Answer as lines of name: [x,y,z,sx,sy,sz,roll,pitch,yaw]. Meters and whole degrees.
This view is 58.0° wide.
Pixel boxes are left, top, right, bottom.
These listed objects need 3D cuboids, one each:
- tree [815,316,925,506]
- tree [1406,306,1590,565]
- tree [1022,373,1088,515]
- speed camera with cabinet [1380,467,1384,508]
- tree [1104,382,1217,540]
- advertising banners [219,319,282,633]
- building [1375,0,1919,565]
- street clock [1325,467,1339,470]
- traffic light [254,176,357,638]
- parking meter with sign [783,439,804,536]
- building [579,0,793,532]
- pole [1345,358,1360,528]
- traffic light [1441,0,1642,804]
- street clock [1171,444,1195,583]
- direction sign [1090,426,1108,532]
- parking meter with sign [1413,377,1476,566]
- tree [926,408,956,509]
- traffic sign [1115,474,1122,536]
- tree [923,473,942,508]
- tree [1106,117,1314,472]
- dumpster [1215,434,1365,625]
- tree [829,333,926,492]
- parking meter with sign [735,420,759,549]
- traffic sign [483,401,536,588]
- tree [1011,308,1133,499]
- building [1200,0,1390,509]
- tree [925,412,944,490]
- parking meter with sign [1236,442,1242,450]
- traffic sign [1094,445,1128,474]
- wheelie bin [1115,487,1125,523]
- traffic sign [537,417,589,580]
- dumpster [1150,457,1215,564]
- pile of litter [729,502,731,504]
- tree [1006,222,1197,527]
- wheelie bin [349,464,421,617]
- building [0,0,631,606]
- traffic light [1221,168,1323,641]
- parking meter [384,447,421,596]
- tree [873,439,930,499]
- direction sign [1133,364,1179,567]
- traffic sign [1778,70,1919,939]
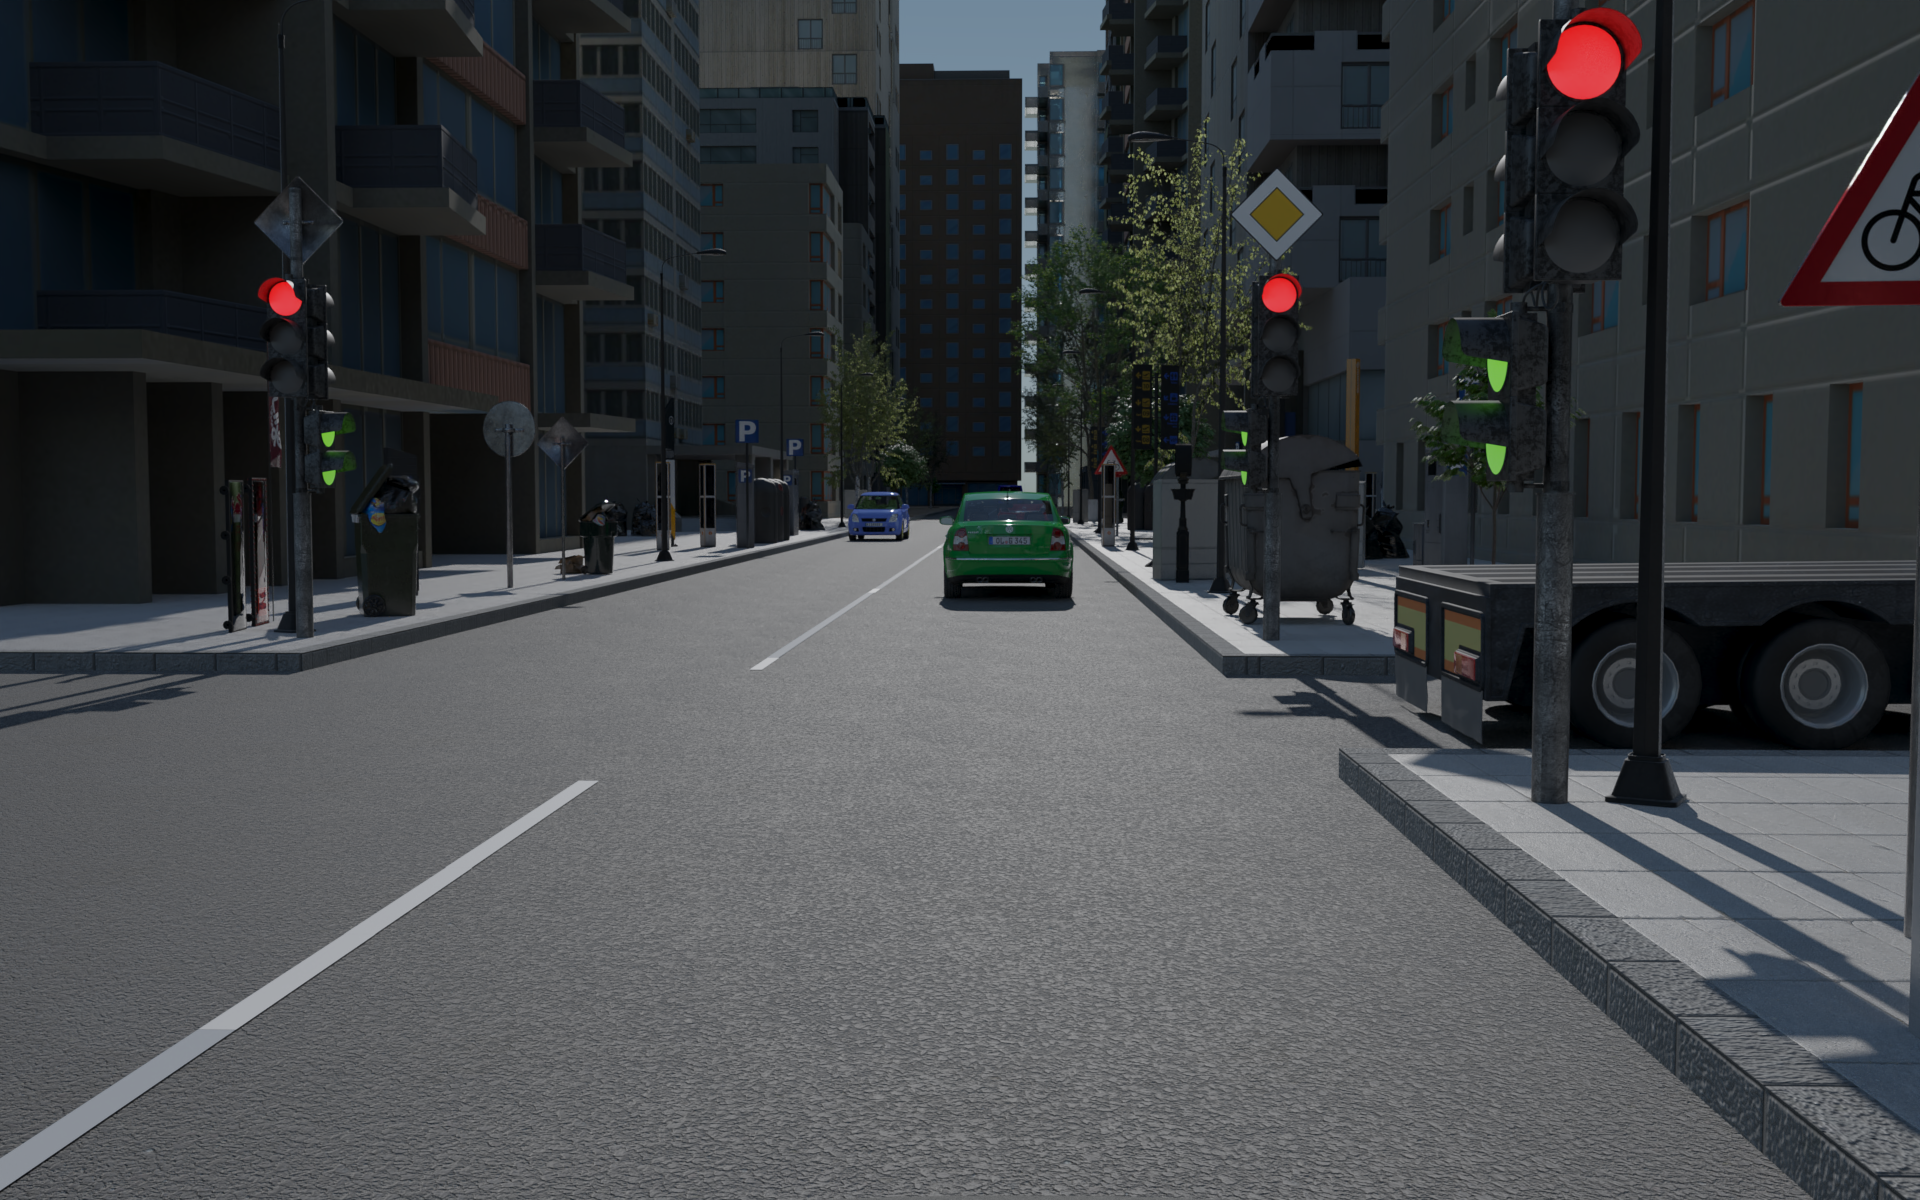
tree: [-4.319,-7.471,72.513,4.737,8.622,4.395,0,3,0]
tree: [5.441,-1.433,18.038,1.663,3.219,1.824,0,3,0]
tree: [6.025,-9.437,104.654,4.737,8.622,4.395,0,3,0]
speed camera with cabinet: [13.812,-3.746,55.586,0.660,3.252,2.038,1,4,13]
tree: [5.573,-3.981,48.798,4.285,4.588,4.351,0,3,0]
advertising banners: [-6.852,-1.264,16.851,0.090,3.025,2.074,0,4,-7]
building: [24.465,-11.245,28.896,28.899,21.520,27.650,0,4,2]
street clock: [9.853,-2.537,46.044,0.471,2.002,0.358,-2,4,-28]
traffic light: [-5.841,-1.618,15.375,0.839,4.253,0.868,0,4,2]
parking meter with sign: [-5.321,-3.522,53.846,0.543,3.016,1.738,1,4,9]
building: [-23.278,-22.904,66.366,32.217,40.220,23.993,0,4,2]
pole: [5.930,-1.979,26.199,0.158,3.312,0.155,0,3,0]
traffic light: [2.443,-1.113,7.119,0.839,4.253,0.868,0,4,2]
street clock: [3.222,-1.252,25.034,0.358,2.002,0.471,0,4,4]
direction sign: [4.676,-4.053,58.266,0.876,3.537,0.379,-3,5,-44]
parking meter with sign: [7.344,-1.823,26.066,0.543,3.016,1.738,-1,4,-10]
tree: [-2.466,-12.144,148.922,4.360,8.622,3.978,0,3,0]
traffic sign: [4.784,-3.212,52.621,0.768,2.556,0.104,0,4,4]
tree: [-2.352,-10.224,161.765,1.663,3.219,1.824,0,3,0]
tree: [4.767,-5.180,35.052,4.360,8.622,3.978,0,3,0]
dumpster: [3.367,-0.727,17.646,1.264,1.857,1.865,0,4,2]
tree: [-4.048,-7.867,78.984,4.360,8.622,3.978,0,3,0]
parking meter with sign: [-5.131,-2.764,41.457,0.543,3.016,1.738,-1,4,-10]
traffic sign: [-6.163,-1.440,23.656,0.768,2.556,0.104,1,4,10]
tree: [6.015,-9.047,82.324,7.601,10.594,8.767,1,4,15]
building: [24.775,-29.469,71.049,28.713,52.752,27.495,0,4,2]
tree: [-3.339,-9.843,111.294,4.737,8.622,4.395,0,3,0]
parking meter with sign: [10.109,-3.766,57.843,1.738,3.016,0.543,0,4,-4]
traffic sign: [4.026,-2.825,46.188,0.884,2.594,0.081,0,4,4]
wheelie bin: [6.805,-4.202,76.615,0.980,1.594,0.693,-3,4,-38]
traffic sign: [-5.936,-1.511,25.892,0.795,2.450,0.064,0,4,4]
dumpster: [3.782,-1.372,28.187,1.264,1.857,1.865,0,4,2]
pile of litter: [-12.105,-4.589,89.000,1.176,0.858,1.719,0,4,-4]
tree: [5.516,-8.675,67.584,9.928,11.665,9.643,0,3,0]
wheelie bin: [-6.070,-0.639,18.350,0.693,1.594,0.980,-2,4,-25]
building: [-18.757,-23.062,31.688,22.147,44.769,28.867,0,4,2]
traffic light: [2.716,-1.601,15.099,0.839,4.253,0.868,0,4,2]
parking meter: [-7.023,-0.986,21.828,0.399,1.863,0.255,-2,4,-31]
tree: [-3.479,-7.081,99.493,4.285,4.588,4.351,0,3,0]
direction sign: [3.440,-2.349,30.402,0.876,3.537,0.379,-1,4,-20]
traffic sign: [2.767,-0.302,4.938,0.884,2.594,0.081,0,4,5]
